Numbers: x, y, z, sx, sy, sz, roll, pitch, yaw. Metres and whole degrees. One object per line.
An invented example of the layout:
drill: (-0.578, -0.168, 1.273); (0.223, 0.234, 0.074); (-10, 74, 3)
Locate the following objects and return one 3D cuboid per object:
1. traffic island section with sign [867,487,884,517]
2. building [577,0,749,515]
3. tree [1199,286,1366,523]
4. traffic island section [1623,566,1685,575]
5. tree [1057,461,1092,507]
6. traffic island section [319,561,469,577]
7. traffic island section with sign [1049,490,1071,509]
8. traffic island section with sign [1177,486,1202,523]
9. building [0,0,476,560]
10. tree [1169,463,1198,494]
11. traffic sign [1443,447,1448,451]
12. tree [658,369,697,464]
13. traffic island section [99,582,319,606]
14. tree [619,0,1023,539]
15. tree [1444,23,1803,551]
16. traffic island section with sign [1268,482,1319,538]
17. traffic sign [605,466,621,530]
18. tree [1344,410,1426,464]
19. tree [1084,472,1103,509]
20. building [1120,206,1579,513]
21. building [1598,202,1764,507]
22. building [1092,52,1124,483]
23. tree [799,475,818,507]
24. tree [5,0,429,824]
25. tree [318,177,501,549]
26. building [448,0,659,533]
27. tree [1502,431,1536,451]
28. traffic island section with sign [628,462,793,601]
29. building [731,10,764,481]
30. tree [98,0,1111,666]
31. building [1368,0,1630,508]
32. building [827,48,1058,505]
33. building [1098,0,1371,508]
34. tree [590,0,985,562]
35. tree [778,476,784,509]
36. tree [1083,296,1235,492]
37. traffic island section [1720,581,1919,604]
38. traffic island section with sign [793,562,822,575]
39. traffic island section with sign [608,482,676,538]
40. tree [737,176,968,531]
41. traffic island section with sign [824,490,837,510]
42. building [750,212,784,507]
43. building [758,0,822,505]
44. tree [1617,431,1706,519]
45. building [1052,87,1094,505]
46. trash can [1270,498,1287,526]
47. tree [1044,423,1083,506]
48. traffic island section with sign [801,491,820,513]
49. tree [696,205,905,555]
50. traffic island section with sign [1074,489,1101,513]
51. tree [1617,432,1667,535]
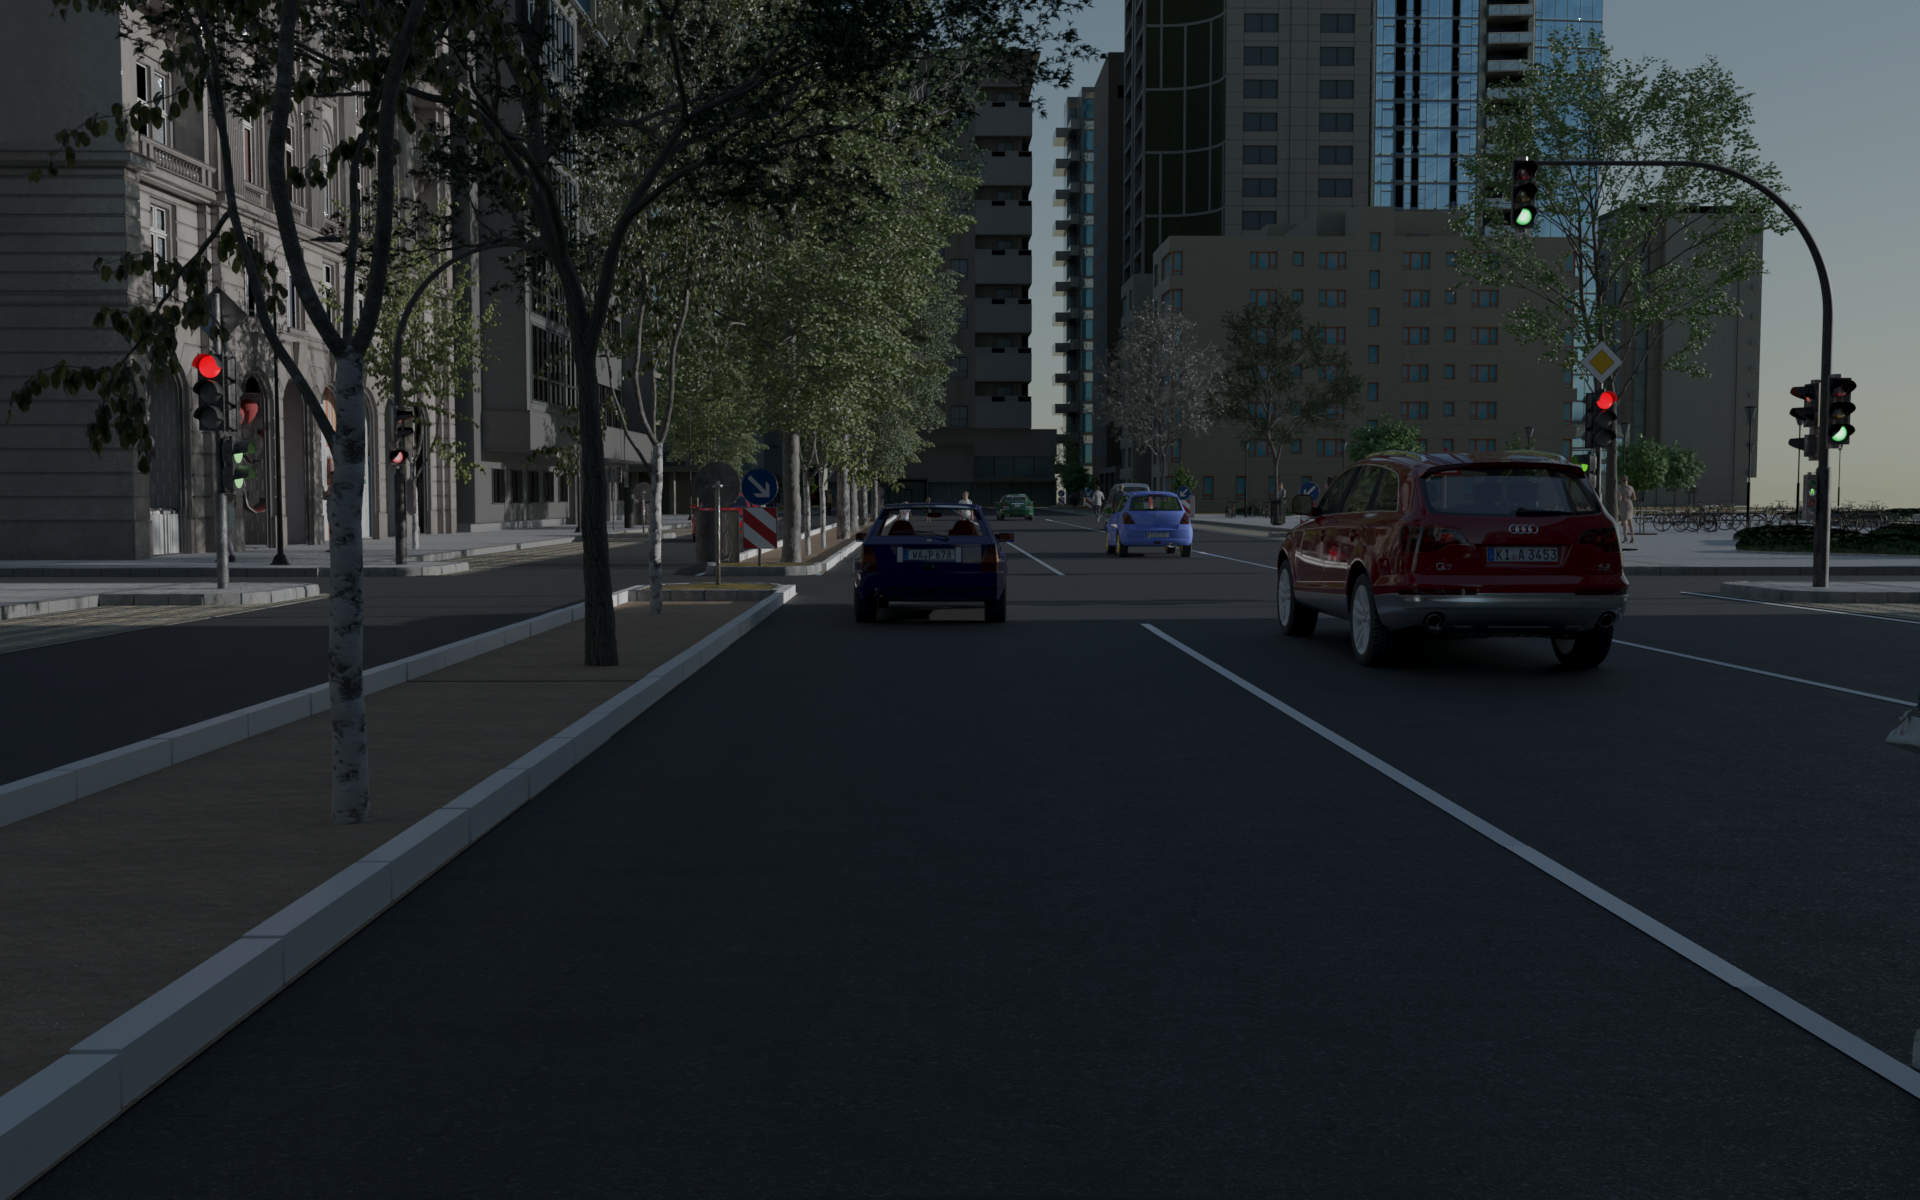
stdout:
traffic island section with sign: (-5.003, -6.012, 106.436); (2.006, 1.907, 1.989); (0, 4, -1)
building: (-26.386, -28.471, 120.129); (22.147, 44.769, 28.867); (0, 4, -1)
tree: (14.250, -8.710, 76.829); (8.767, 10.594, 7.601); (2, 4, 35)
traffic island section: (11.751, -0.591, 31.942); (2.009, 0.180, 2.903); (0, 4, -1)
tree: (11.316, -11.617, 173.647); (4.285, 4.588, 4.351); (0, 3, 0)
traffic island section: (-10.186, -0.566, 31.529); (2.009, 0.180, 2.903); (0, 4, -1)
traffic island section with sign: (9.284, -9.350, 161.492); (1.989, 1.847, 2.006); (0, 4, -1)
traffic island section with sign: (10.750, -4.665, 84.897); (1.989, 1.847, 2.006); (0, 4, -1)
building: (-22.125, -12.394, 44.440); (13.314, 21.916, 24.055); (0, 4, -1)
tree: (12.578, -6.401, 99.261); (1.663, 3.219, 1.824); (0, 3, 0)
traffic sign: (13.451, -2.940, 48.070); (0.884, 2.594, 0.081); (0, 4, -1)
tree: (-13.618, -8.596, 90.911); (4.737, 8.622, 4.395); (0, 3, 0)
traffic island section: (-10.033, -0.077, 23.545); (2.009, 0.180, 2.903); (0, 4, -1)
tree: (-4.912, -12.017, 54.829); (12.611, 20.169, 13.585); (0, 3, 0)
tree: (14.678, -6.939, 39.201); (9.928, 11.665, 9.643); (0, 3, 0)
traffic island section with sign: (11.273, -2.974, 57.251); (1.989, 1.847, 2.006); (0, 4, -1)
traffic sign: (-12.436, -3.667, 62.090); (0.606, 2.300, 0.079); (0, 4, 3)
tree: (16.790, -5.173, 68.297); (4.285, 4.588, 4.351); (0, 3, 0)
tree: (11.716, -9.537, 150.539); (1.663, 3.219, 1.824); (0, 3, 0)
building: (27.549, -17.481, 130.858); (27.650, 21.520, 28.899); (0, 4, -1)
building: (70.975, -24.692, 175.415); (14.107, 30.474, 14.160); (0, 4, -1)
building: (20.906, -32.005, 173.384); (14.600, 45.320, 14.200); (0, 4, -1)
tree: (-15.903, -11.554, 183.516); (1.663, 3.219, 1.824); (0, 3, 0)
tree: (-2.671, -3.345, 7.512); (4.360, 8.622, 3.978); (0, 3, 0)
tree: (-12.671, -5.486, 40.064); (4.737, 8.622, 4.395); (0, 3, 0)
building: (-21.921, -15.457, 71.792); (14.314, 24.678, 30.058); (0, 4, -1)
tree: (16.952, -3.576, 53.075); (1.663, 3.219, 1.824); (0, 3, 0)
traffic island section with sign: (-3.424, -0.964, 23.905); (2.006, 1.907, 1.989); (0, 4, -1)
building: (-27.828, -51.138, 148.771); (22.319, 86.520, 31.000); (0, 4, -1)
tree: (-2.970, -4.745, 14.456); (8.767, 10.594, 7.601); (0, 4, -1)
building: (48.262, -52.389, 169.227); (31.000, 86.520, 22.319); (0, 4, -1)
building: (-2.972, -37.705, 205.718); (27.495, 52.752, 28.713); (0, 4, -1)
building: (23.753, -43.802, 154.410); (20.563, 71.187, 20.611); (0, 4, -1)
tree: (-3.391, -6.919, 33.716); (7.486, 12.596, 7.792); (0, 3, 0)
tree: (-15.571, -9.769, 154.326); (1.663, 3.219, 1.824); (0, 3, 0)
tree: (12.488, -12.018, 106.869); (12.009, 13.543, 11.850); (0, 3, 0)
traffic island section: (11.904, -0.103, 23.959); (2.009, 0.180, 2.903); (0, 4, -1)
traffic island section with sign: (-3.556, -1.417, 31.311); (2.006, 1.907, 1.989); (0, 4, -1)
traffic island section with sign: (-10.345, -2.929, 56.515); (1.989, 1.847, 2.006); (0, 4, -1)
tree: (-4.237, -9.617, 66.345); (9.857, 13.997, 8.962); (0, 3, 0)
traffic island section with sign: (-12.330, -9.272, 160.226); (1.989, 1.847, 2.006); (0, 4, -1)
building: (-24.151, -24.559, 173.235); (14.107, 30.474, 14.160); (0, 4, -1)
building: (-27.090, -46.651, 201.002); (20.611, 71.187, 20.563); (0, 4, -1)
tree: (35.512, -6.533, 90.535); (4.285, 4.588, 4.351); (0, 3, 0)
building: (26.056, -35.703, 203.352); (30.456, 49.044, 23.786); (0, 4, -1)
trash can: (13.007, -3.619, 70.821); (0.748, 1.137, 0.748); (0, 3, 0)
tree: (10.967, -13.998, 179.231); (4.737, 8.622, 4.395); (0, 3, 0)
traffic island section with sign: (-11.804, -7.624, 133.276); (1.989, 1.847, 2.006); (0, 4, -1)
tree: (-3.525, -5.334, 40.034); (4.737, 8.622, 4.395); (0, 3, 0)
traffic island section with sign: (9.804, -7.648, 133.678); (1.989, 1.847, 2.006); (0, 4, -1)
tree: (21.351, -3.672, 54.636); (1.663, 3.219, 1.824); (0, 3, 0)
